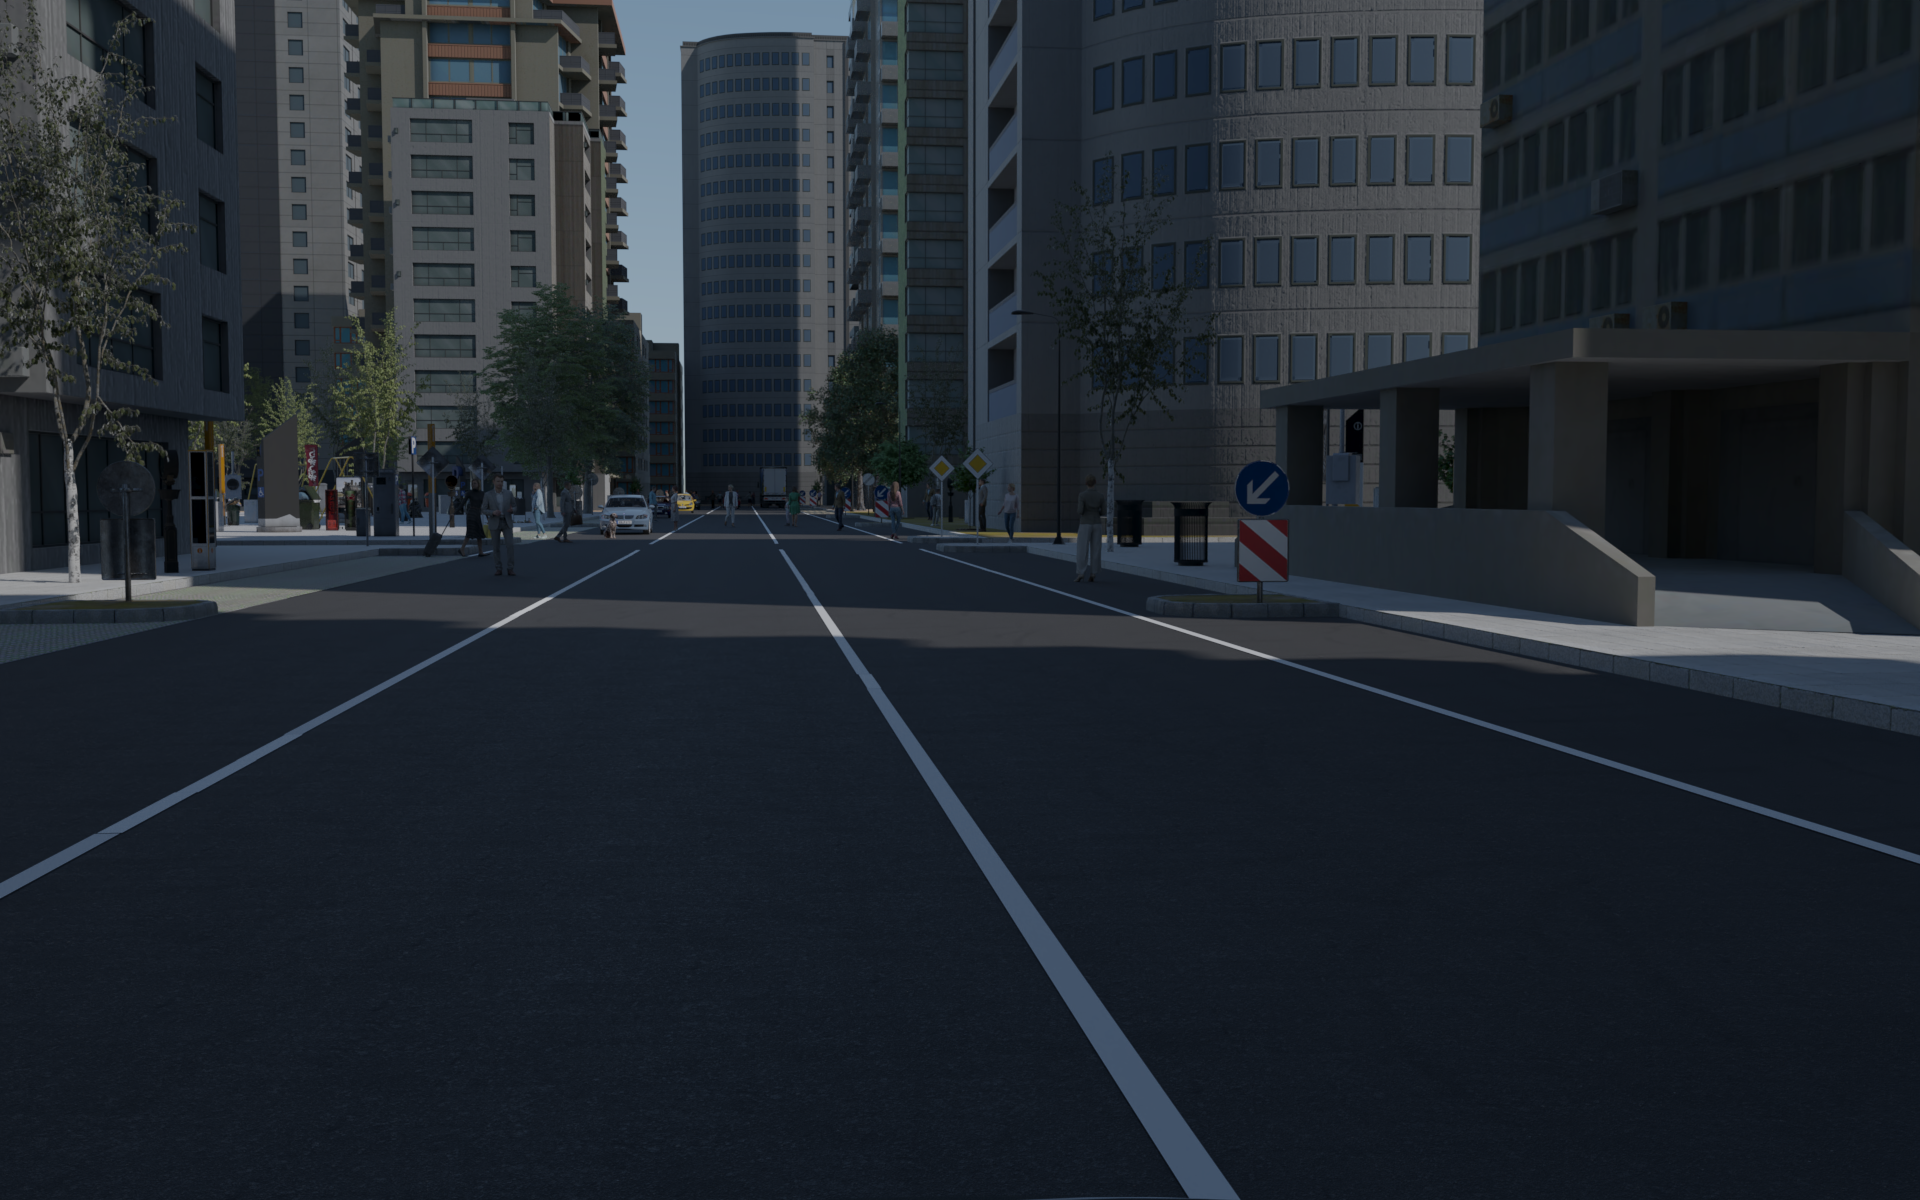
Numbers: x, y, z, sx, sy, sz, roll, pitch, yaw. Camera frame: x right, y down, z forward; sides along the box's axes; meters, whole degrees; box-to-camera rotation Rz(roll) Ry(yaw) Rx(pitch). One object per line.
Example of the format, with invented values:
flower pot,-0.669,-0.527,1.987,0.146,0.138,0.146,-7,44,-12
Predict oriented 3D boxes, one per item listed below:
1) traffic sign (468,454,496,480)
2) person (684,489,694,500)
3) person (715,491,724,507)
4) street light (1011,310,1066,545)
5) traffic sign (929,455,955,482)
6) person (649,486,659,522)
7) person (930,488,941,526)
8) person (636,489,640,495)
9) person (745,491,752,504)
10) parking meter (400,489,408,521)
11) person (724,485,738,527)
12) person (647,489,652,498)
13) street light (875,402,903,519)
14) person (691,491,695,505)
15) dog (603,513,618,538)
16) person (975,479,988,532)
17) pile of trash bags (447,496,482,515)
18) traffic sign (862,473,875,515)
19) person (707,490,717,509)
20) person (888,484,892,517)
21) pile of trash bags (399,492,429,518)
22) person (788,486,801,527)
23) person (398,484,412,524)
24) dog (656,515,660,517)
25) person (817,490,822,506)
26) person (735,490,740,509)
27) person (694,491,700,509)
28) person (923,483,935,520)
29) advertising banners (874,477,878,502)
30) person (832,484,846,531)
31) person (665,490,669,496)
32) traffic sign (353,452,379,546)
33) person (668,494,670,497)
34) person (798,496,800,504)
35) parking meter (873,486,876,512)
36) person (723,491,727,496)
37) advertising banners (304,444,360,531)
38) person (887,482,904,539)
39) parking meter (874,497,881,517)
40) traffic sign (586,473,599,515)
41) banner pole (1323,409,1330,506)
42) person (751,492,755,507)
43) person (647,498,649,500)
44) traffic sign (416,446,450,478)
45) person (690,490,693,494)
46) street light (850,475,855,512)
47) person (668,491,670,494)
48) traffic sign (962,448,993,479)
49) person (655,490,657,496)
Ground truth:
traffic sign,-13.817,-2.929,50.073,0.795,2.593,0.064,0,4,-7
person,-23.032,-8.386,145.589,1.348,1.826,0.705,-1,4,-18
person,-26.826,-11.283,193.772,1.217,1.735,0.721,-2,4,-34
street light,1.982,-4.366,43.927,1.470,5.913,1.316,0,4,-7
traffic sign,-0.524,-3.028,51.706,0.795,2.593,0.064,0,4,-7
person,-15.756,-4.913,88.697,0.748,1.841,0.638,2,4,28
person,-0.967,-3.746,69.880,0.503,1.515,0.523,-1,4,-9
person,-30.253,-9.578,163.172,0.617,1.759,0.750,-3,5,-44
person,-22.845,-10.938,188.121,1.217,1.735,0.721,-2,4,-24
parking meter,-26.228,-4.479,81.645,0.372,1.533,0.369,0,3,0
person,-9.994,-4.096,75.345,0.514,1.842,0.818,-2,4,-30
person,-32.393,-10.729,181.548,0.705,1.812,1.348,-2,4,-33
street light,-3.590,-7.053,87.850,1.470,5.913,1.316,0,4,-7
person,-23.738,-8.858,154.245,0.530,1.710,0.541,2,4,32
dog,-11.349,-2.421,56.421,0.513,0.831,0.800,0,4,-4
person,0.732,-3.231,59.056,0.473,1.802,0.592,1,4,10
pile of trash bags,-31.248,-5.938,106.836,3.447,1.369,1.912,-1,4,-15
traffic sign,-5.601,-6.485,106.138,0.768,2.556,0.104,0,4,-2
person,-24.208,-9.839,169.504,1.348,1.807,0.705,3,5,41
person,-3.841,-5.489,95.883,0.679,1.850,0.850,2,4,29
pile of trash bags,-30.055,-5.150,93.952,1.912,1.369,3.447,-1,4,-13
person,-7.313,-4.139,76.423,0.600,1.795,0.529,0,4,-5
person,-23.911,-4.130,74.402,0.643,1.720,0.563,0,4,-3
dog,-19.016,-5.647,109.159,0.513,0.831,0.800,0,4,2
person,-14.563,-10.513,178.867,0.436,1.711,0.756,-2,4,-31
person,-21.014,-9.515,163.937,0.599,1.838,0.709,1,4,22
person,-25.723,-9.743,168.488,1.217,1.739,0.721,-3,5,-40
person,-1.498,-4.813,84.644,0.656,1.842,0.836,0,4,2
advertising banners,-5.056,-6.603,104.147,0.090,3.025,2.074,0,4,-8
person,-4.756,-3.645,68.006,0.656,1.842,0.836,1,4,16
person,-25.397,-8.573,149.200,0.750,1.759,0.617,1,4,16
traffic sign,-14.536,-2.465,42.433,0.606,2.300,0.079,0,4,-5
person,-26.612,-8.916,157.504,0.599,1.433,0.991,0,4,-7
person,-17.651,-10.925,190.381,1.065,1.426,0.557,2,4,28
parking meter,-5.989,-7.177,123.059,0.399,1.863,0.255,1,4,22
person,-24.899,-10.747,184.935,1.217,1.743,0.721,1,4,12
advertising banners,-21.948,-3.936,60.533,2.074,3.025,0.090,1,4,12
person,-2.031,-2.844,55.004,0.555,1.821,0.388,1,4,11
parking meter,-4.640,-5.438,97.321,0.372,1.533,0.369,0,3,0
traffic sign,-22.527,-6.482,106.091,0.768,2.556,0.104,0,4,-1
banner pole,9.135,-3.256,43.256,0.401,3.779,0.863,2,4,24
person,-22.172,-10.744,185.628,0.415,1.643,0.593,2,4,26
person,-19.318,-5.732,107.239,0.505,1.210,0.382,-2,4,-28
traffic sign,-12.828,-2.444,42.149,0.795,2.593,0.064,0,4,-7
person,-25.124,-9.374,161.860,1.348,1.812,0.705,2,4,32
street light,-8.409,-9.412,126.422,1.470,5.913,1.316,0,4,-7
person,-27.434,-9.429,163.492,0.721,1.723,1.217,-1,4,-12
traffic sign,0.466,-2.544,43.782,0.795,2.593,0.064,0,4,-7
person,-34.322,-11.513,195.004,0.721,1.743,1.217,-3,5,-44
